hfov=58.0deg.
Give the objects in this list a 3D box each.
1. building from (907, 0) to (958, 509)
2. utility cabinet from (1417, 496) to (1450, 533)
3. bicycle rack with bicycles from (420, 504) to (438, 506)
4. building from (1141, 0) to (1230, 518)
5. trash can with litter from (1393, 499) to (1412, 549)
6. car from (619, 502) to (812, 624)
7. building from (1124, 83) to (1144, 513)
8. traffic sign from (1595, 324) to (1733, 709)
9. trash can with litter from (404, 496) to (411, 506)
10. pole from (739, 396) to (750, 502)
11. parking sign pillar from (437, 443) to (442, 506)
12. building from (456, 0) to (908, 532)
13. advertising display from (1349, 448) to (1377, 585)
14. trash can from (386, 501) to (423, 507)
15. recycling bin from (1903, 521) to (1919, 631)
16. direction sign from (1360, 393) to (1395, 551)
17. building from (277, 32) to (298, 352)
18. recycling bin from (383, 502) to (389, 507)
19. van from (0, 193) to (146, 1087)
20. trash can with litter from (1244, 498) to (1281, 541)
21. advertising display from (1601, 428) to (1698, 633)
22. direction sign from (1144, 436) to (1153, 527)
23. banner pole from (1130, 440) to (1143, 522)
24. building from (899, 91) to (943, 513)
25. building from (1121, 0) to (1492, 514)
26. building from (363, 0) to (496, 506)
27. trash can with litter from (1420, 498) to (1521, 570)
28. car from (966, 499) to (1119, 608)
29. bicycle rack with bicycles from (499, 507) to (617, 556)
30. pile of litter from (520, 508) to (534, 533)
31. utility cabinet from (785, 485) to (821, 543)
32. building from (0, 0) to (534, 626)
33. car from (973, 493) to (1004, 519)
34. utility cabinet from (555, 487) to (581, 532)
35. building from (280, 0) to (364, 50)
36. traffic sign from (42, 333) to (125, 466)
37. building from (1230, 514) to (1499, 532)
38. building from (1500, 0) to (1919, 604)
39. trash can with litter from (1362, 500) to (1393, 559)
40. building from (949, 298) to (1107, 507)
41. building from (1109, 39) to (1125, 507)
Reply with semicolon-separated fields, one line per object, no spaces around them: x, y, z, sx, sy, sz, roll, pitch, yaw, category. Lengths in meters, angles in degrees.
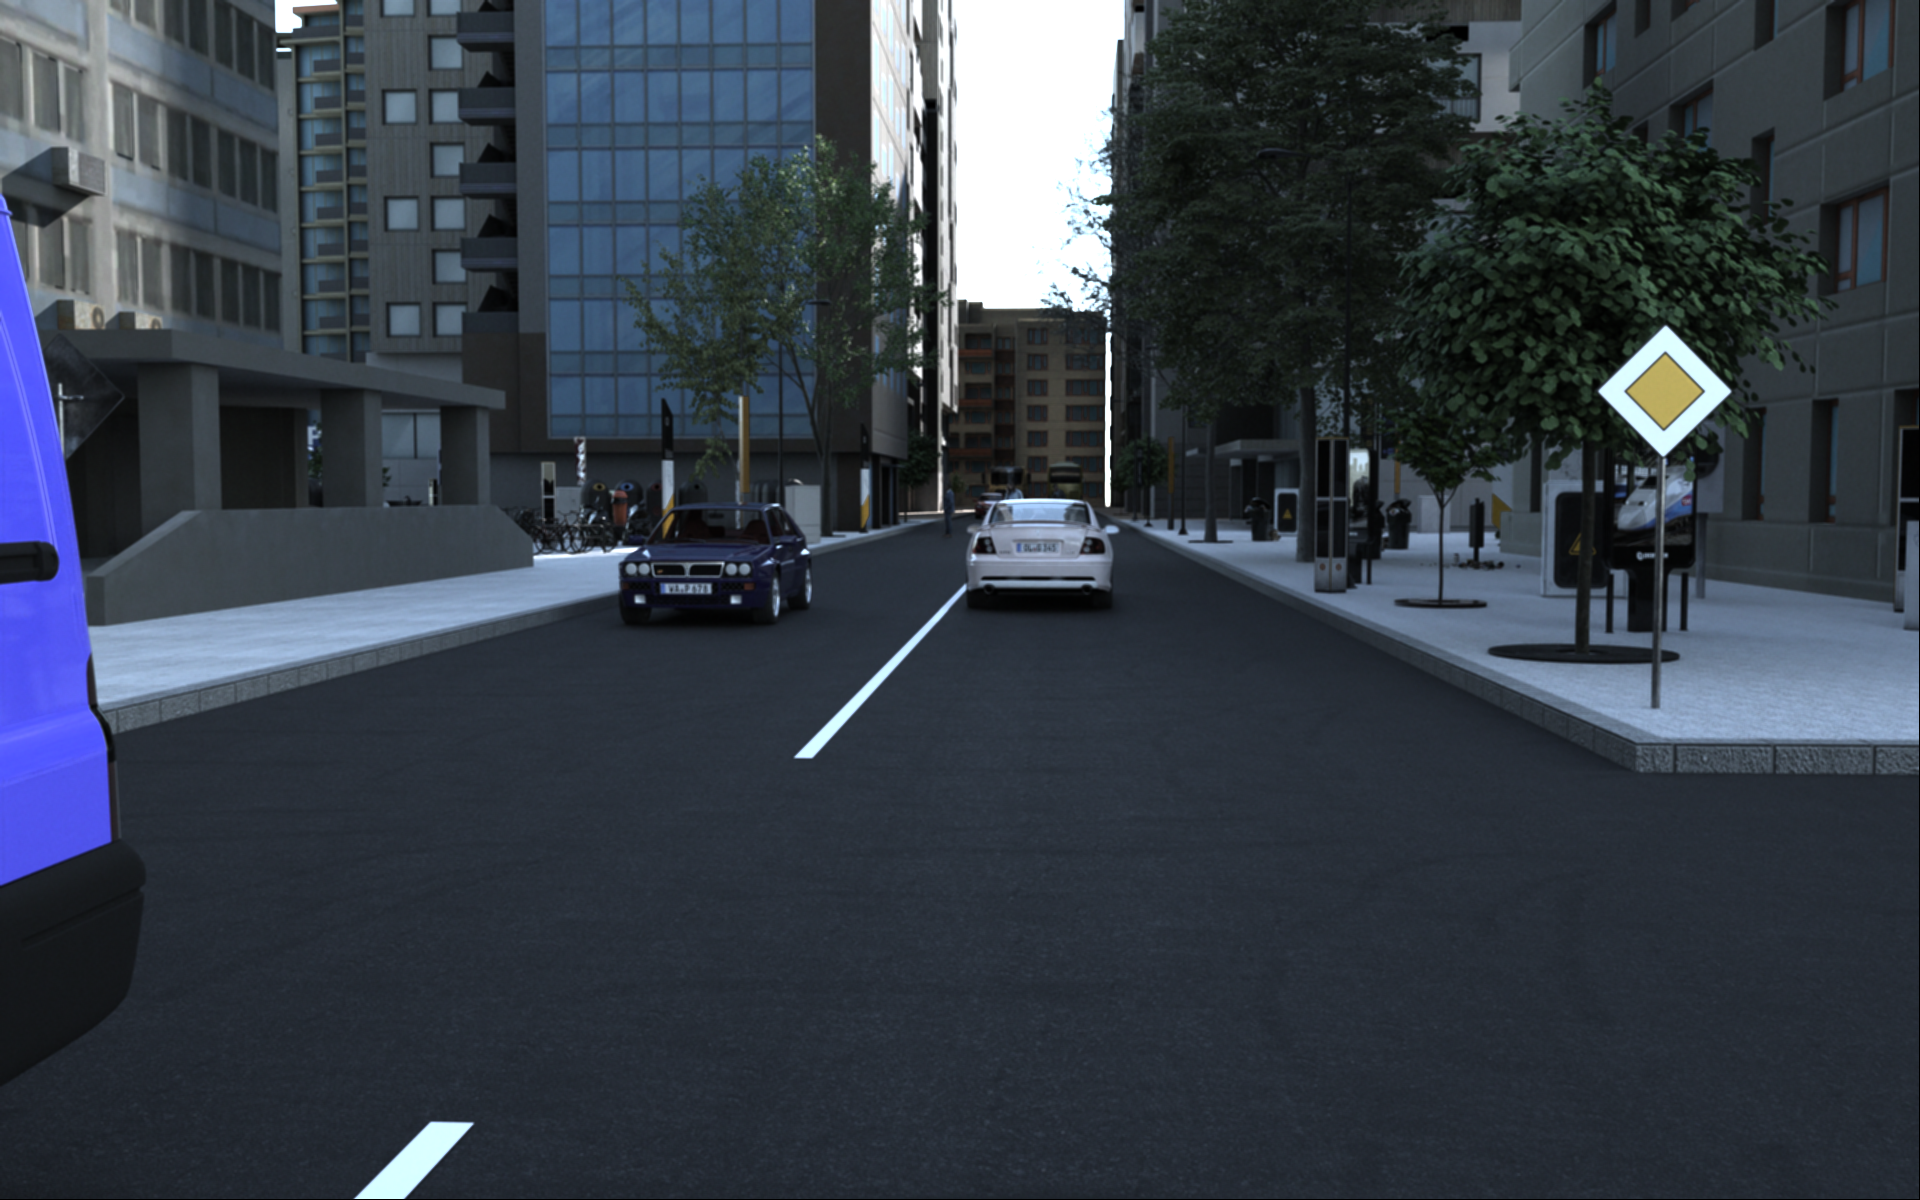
-13.851;-34.093;146.666;27.495;52.752;28.713;0;4;3;building
15.459;-2.773;56.507;1.020;1.237;0.306;0;4;-8;utility cabinet
-20.143;-3.053;63.295;2.852;0.926;2.925;1;4;10;bicycle rack with bicycles
21.482;-34.307;102.923;21.231;58.520;28.212;0;4;3;building
10.068;-1.774;40.398;0.624;1.170;1.055;-1;4;-17;trash can with litter
-2.805;-0.474;20.333;1.945;1.354;3.894;0;4;3;car
18.914;-21.613;125.071;14.160;30.474;14.107;0;4;3;building
4.161;-0.408;10.307;0.795;2.450;0.064;0;4;3;traffic sign
-21.960;-3.541;68.948;1.678;1.210;2.233;-2;4;-29;trash can with litter
-4.501;-2.589;36.173;0.158;3.312;0.155;0;3;0;pole
-19.587;-4.757;66.249;1.447;3.967;1.447;-2;4;-31;parking sign pillar
-9.454;-25.343;64.467;14.600;45.320;14.200;0;4;3;building
5.635;-1.204;24.892;0.123;1.923;0.974;-1;4;-22;advertising display
-11.718;-1.523;36.554;0.748;1.137;0.748;0;3;0;trash can
9.392;-0.226;16.252;0.722;1.027;0.722;-3;4;-37;recycling bin
9.363;-2.867;38.865;0.876;3.537;0.379;3;5;44;direction sign
-63.186;-28.939;156.748;14.086;41.232;14.154;0;4;3;building
-17.490;-2.444;52.520;0.722;1.027;0.722;0;4;-2;recycling bin
-2.683;0.209;0.973;2.240;2.365;5.245;0;4;1;van
8.287;-2.196;47.293;0.624;1.170;1.055;3;5;41;trash can with litter
6.407;-0.666;16.095;0.974;1.923;0.123;-1;4;-19;advertising display
7.447;-4.673;68.401;0.379;3.537;0.876;0;4;1;direction sign
8.271;-5.542;80.627;0.401;3.779;0.863;3;5;42;banner pole
-8.692;-21.398;121.562;14.160;30.474;14.107;0;4;3;building
27.538;-33.992;145.000;28.713;52.752;27.495;0;4;3;building
-16.385;-31.270;100.508;28.713;52.752;27.495;0;4;3;building
8.916;-1.170;30.194;1.678;1.210;2.233;1;4;14;trash can with litter
1.098;-0.661;23.170;2.083;1.381;4.827;0;4;4;car
-8.750;-1.481;37.598;2.925;0.926;2.852;-3;5;-42;bicycle rack with bicycles
-13.834;-2.473;54.407;1.176;0.858;1.719;-1;4;-19;pile of litter
-4.033;-2.182;44.357;0.318;1.500;1.173;2;4;29;utility cabinet
-24.007;-20.275;23.381;32.217;40.220;23.993;0;4;3;building
1.860;-5.686;102.009;2.155;1.783;4.494;0;4;4;car
-12.859;-2.983;57.452;1.173;1.500;0.318;0;4;8;utility cabinet
-41.818;-30.396;151.595;28.867;44.769;22.147;0;4;3;building
-5.617;-0.441;10.860;0.795;2.450;0.064;0;4;3;traffic sign
23.520;-29.401;69.948;28.713;52.752;27.495;0;4;3;building
25.595;-10.886;23.028;28.899;21.520;27.650;0;4;3;building
7.912;-1.399;34.262;0.624;1.170;1.055;-2;4;-26;trash can with litter
0.699;-20.761;184.487;28.899;21.520;27.650;0;4;3;building
26.185;-33.899;177.945;21.600;48.544;21.300;0;4;3;building
